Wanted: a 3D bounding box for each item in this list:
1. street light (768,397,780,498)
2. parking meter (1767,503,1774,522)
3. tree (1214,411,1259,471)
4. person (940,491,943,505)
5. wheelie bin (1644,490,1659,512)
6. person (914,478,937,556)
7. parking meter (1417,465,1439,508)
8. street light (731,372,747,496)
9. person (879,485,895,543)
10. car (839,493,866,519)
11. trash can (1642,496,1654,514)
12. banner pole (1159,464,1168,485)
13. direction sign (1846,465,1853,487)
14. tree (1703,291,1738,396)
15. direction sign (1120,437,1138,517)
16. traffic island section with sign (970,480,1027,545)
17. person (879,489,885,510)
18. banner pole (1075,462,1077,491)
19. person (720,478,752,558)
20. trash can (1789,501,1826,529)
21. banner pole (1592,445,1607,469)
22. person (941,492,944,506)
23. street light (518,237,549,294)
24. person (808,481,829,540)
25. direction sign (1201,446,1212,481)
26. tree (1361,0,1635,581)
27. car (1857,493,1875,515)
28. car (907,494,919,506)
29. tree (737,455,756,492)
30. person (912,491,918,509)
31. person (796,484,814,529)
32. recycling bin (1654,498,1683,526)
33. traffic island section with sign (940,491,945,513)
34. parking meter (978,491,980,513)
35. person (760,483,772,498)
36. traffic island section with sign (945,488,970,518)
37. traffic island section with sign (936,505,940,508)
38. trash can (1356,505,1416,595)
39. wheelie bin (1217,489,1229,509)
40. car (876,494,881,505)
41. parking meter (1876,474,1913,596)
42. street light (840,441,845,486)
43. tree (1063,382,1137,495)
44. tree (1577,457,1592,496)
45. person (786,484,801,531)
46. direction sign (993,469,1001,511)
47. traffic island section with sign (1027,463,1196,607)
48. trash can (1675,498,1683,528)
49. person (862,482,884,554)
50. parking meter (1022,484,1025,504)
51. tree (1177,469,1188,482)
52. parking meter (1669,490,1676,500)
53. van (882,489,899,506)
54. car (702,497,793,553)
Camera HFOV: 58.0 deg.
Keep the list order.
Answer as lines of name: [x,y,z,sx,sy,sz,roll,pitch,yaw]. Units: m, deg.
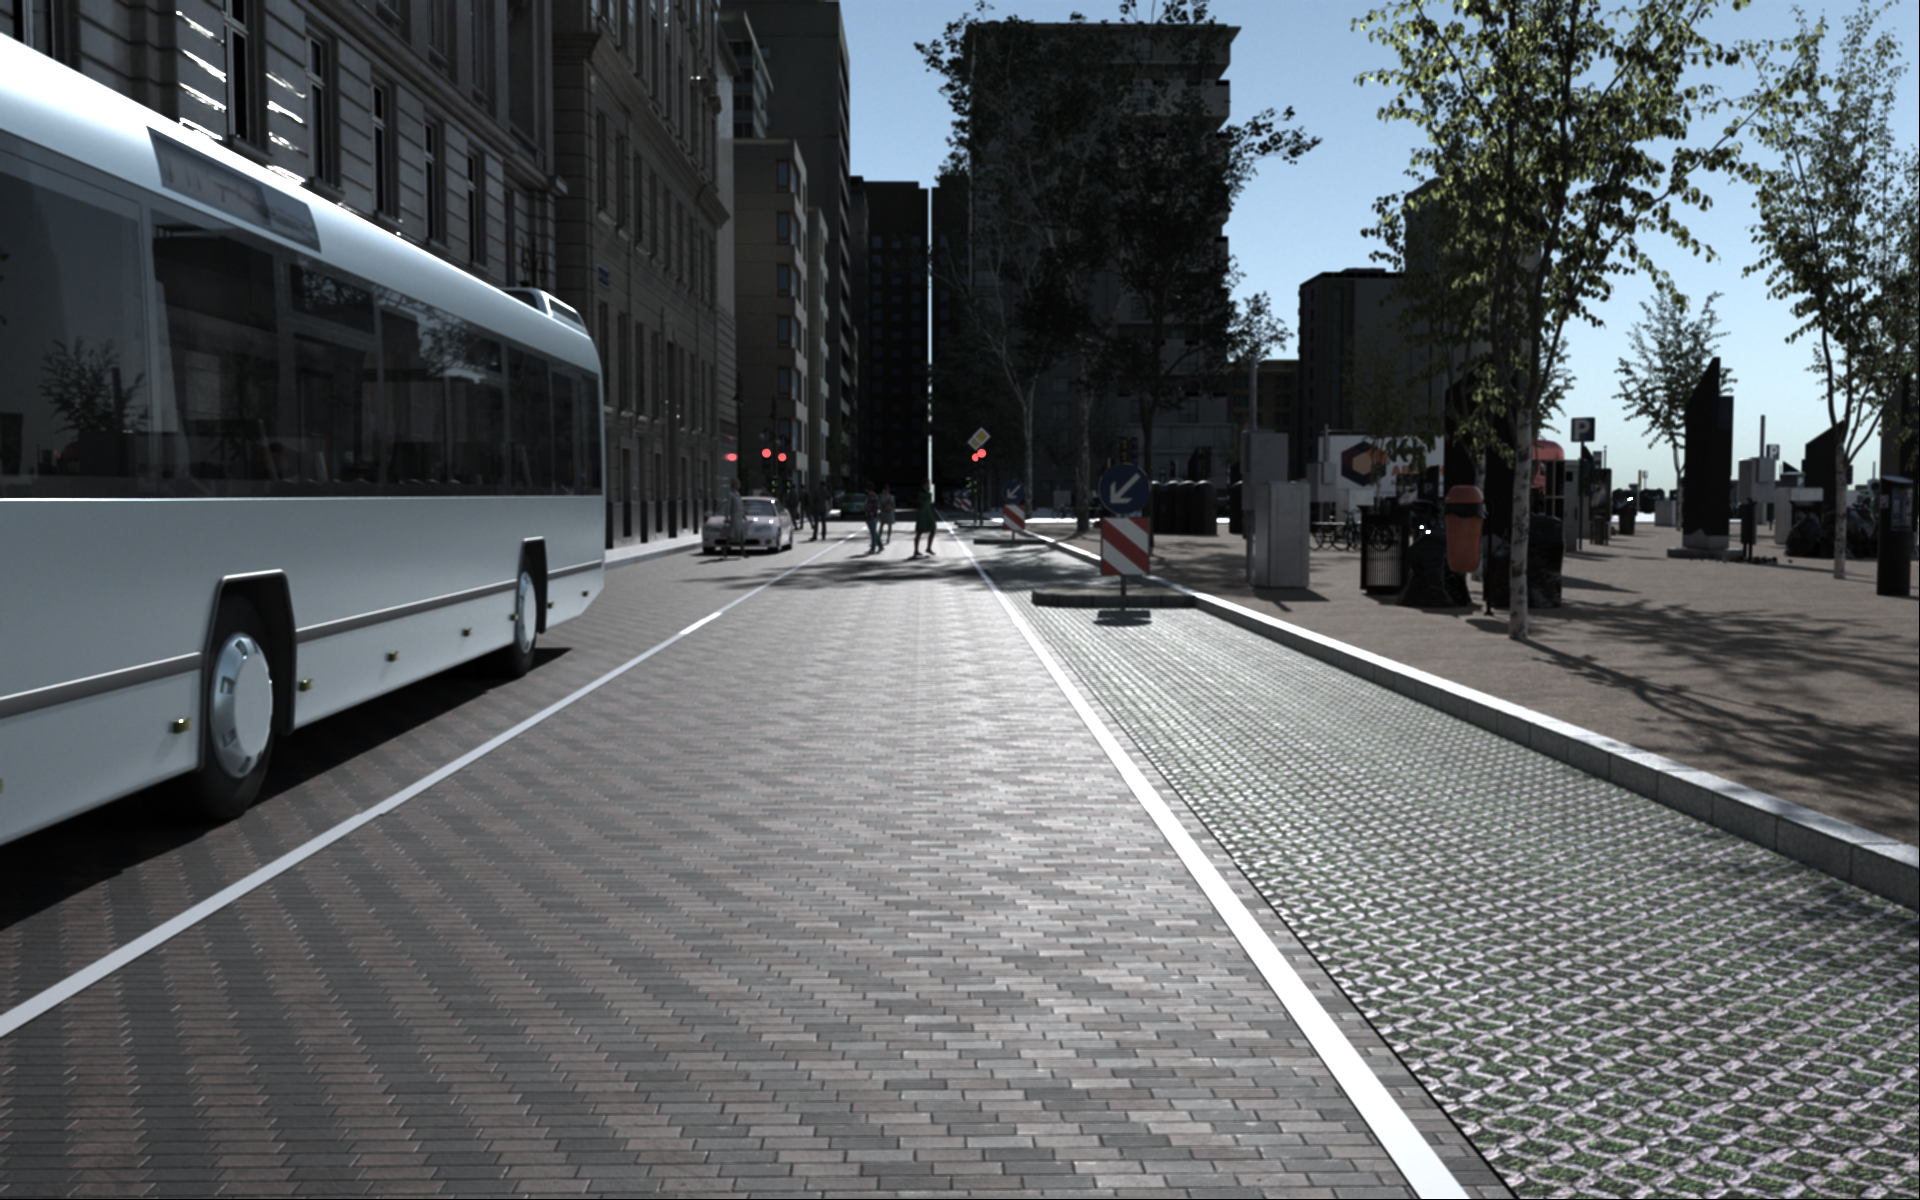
street light: [-8.645,-6.597,80.646,0.468,5.910,1.993,0,4,-1]
parking meter: [37.901,-4.604,80.981,0.255,1.863,0.399,3,5,40]
tree: [24.659,-12.377,152.725,4.737,8.622,4.395,0,3,0]
person: [-2.154,-12.906,219.647,1.348,1.807,0.705,-3,5,-44]
wheelie bin: [48.386,-6.926,121.148,0.980,1.594,0.693,1,4,20]
person: [-0.819,-1.929,40.290,0.529,1.795,0.600,1,4,15]
parking meter: [9.413,-1.782,34.845,0.399,1.863,0.255,1,4,22]
street light: [-8.351,-5.684,65.721,0.468,5.910,1.993,0,4,-1]
person: [-2.140,-2.518,50.680,0.512,1.701,0.522,-1,4,-14]
car: [-6.211,-5.757,102.921,1.959,1.807,4.718,0,4,-3]
trash can: [45.247,-6.253,113.886,0.748,1.137,0.748,0,3,0]
banner pole: [16.877,-9.359,143.036,0.863,3.779,0.401,1,4,15]
direction sign: [74.601,-9.399,145.670,0.876,3.537,0.379,-1,4,-23]
tree: [24.847,-6.696,59.847,4.737,8.622,4.395,0,3,0]
direction sign: [6.706,-4.703,68.894,0.876,3.537,0.379,-2,4,-31]
traffic island section with sign: [1.393,-2.508,49.635,1.989,1.847,2.006,0,4,-1]
person: [-5.202,-6.685,118.292,0.782,1.767,0.515,2,4,28]
banner pole: [9.030,-8.797,133.854,0.401,3.779,0.863,1,4,21]
person: [-5.054,-1.839,38.915,0.624,1.780,0.694,3,4,38]
trash can: [18.367,-1.586,37.584,0.748,1.137,0.748,0,3,0]
banner pole: [32.962,-6.066,89.199,0.863,3.779,0.401,0,4,1]
person: [-1.985,-11.372,195.364,0.436,1.711,0.756,0,4,6]
street light: [-7.676,-3.583,31.364,0.468,5.910,1.993,0,4,-1]
person: [-4.431,-2.808,54.222,0.655,1.846,0.447,-2,4,-32]
direction sign: [11.725,-5.531,82.432,0.379,3.537,0.876,-1,4,-22]
tree: [7.811,-4.605,25.652,4.737,8.622,4.395,0,3,0]
car: [40.162,-4.280,78.767,4.718,1.807,1.959,0,4,-2]
car: [-5.545,-12.466,212.609,1.959,1.807,4.718,0,3,0]
tree: [-9.785,-4.831,73.588,1.663,3.219,1.824,0,3,0]
person: [-4.206,-9.446,163.765,0.721,1.723,1.217,2,4,33]
person: [-6.354,-3.804,70.656,0.622,1.834,0.822,-3,4,-38]
recycling bin: [28.217,-3.459,69.111,0.722,1.027,0.722,-3,5,-44]
traffic island section with sign: [-0.315,-7.576,132.488,1.989,1.847,2.006,0,4,-1]
parking meter: [1.410,-6.831,120.095,0.372,1.533,0.369,0,3,0]
person: [-6.512,-2.956,57.169,0.599,1.781,0.374,1,4,22]
traffic island section with sign: [0.247,-5.907,105.214,1.989,1.847,2.006,0,4,-1]
traffic island section with sign: [-1.361,-10.651,182.779,1.989,1.847,2.006,0,4,-1]
trash can: [5.446,-0.644,22.189,0.748,1.137,0.748,0,3,0]
wheelie bin: [14.755,-5.521,98.180,0.980,1.594,0.693,0,4,0]
car: [-7.694,-9.365,161.919,1.959,1.807,4.718,0,4,-1]
parking meter: [11.835,-0.826,21.923,0.372,1.533,0.369,0,3,0]
street light: [-10.035,-10.763,148.762,0.468,5.910,1.993,0,4,-1]
tree: [9.164,-9.835,111.160,4.360,8.622,3.978,0,3,0]
tree: [32.395,-5.884,90.798,1.663,3.219,1.824,0,3,0]
person: [-6.508,-3.614,67.684,0.679,1.850,0.850,3,5,43]
direction sign: [2.810,-8.545,131.711,0.876,3.537,0.379,-3,5,-42]
traffic island section with sign: [1.961,-0.860,22.686,1.989,1.847,2.006,0,4,-1]
trash can: [27.783,-3.350,66.430,0.748,1.137,0.748,0,3,0]
person: [-2.083,-1.977,41.655,0.643,1.720,0.563,-1,4,-18]
parking meter: [3.891,-5.926,102.609,0.399,1.863,0.255,-1,4,-15]
tree: [17.590,-8.595,135.129,1.663,3.219,1.824,0,3,0]
parking meter: [44.113,-6.043,107.222,0.372,1.533,0.369,0,3,0]
van: [-8.279,-12.255,204.755,2.240,2.365,5.245,0,4,-1]
car: [-5.266,-1.893,43.307,2.083,1.381,4.827,0,4,1]
